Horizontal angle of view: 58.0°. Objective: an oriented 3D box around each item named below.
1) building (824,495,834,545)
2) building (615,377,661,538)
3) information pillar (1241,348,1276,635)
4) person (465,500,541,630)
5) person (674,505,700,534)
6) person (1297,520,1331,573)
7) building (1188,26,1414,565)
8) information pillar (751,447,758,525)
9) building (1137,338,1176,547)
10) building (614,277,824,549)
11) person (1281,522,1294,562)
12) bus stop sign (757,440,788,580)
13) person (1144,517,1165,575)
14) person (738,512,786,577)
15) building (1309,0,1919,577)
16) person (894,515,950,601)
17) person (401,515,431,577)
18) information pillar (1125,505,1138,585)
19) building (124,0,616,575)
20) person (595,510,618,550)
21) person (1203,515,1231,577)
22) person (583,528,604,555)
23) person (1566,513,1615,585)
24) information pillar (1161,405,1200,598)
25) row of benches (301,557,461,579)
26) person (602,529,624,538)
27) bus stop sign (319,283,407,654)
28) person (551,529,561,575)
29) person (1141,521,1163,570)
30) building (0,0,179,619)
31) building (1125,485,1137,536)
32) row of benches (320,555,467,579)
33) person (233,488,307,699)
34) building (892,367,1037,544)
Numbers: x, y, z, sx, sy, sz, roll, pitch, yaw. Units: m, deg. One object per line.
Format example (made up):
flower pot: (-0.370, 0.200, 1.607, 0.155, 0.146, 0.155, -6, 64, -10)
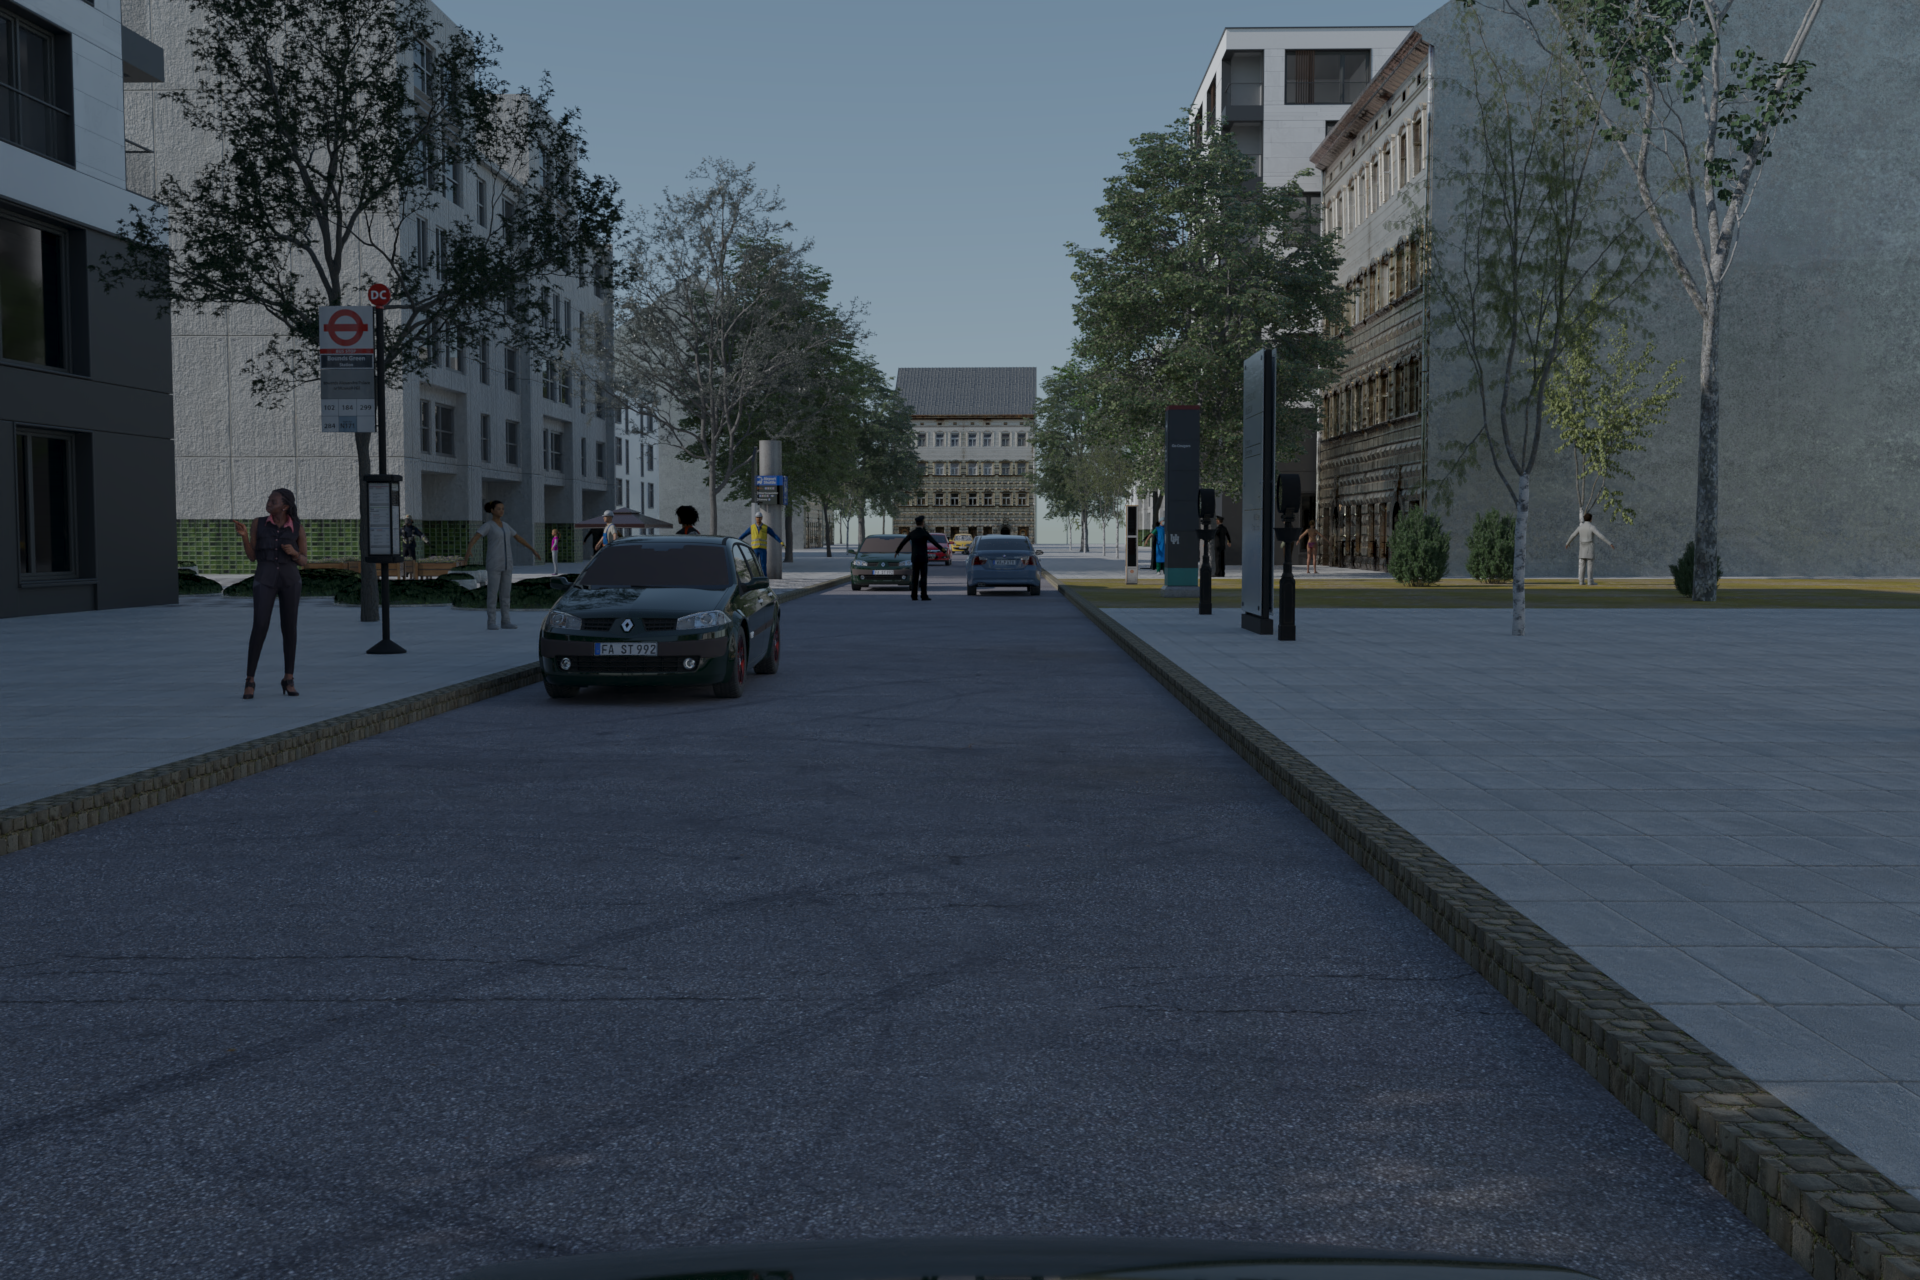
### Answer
building: (-24.543, -22.354, 196.419, 19.493, 23.208, 18.063, 0, 4, 2)
building: (-22.631, -9.960, 105.001, 9.099, 9.664, 28.070, 0, 4, 1)
information pillar: (3.918, -1.923, 22.759, 0.184, 3.620, 1.656, 0, 4, 1)
person: (-6.158, -1.011, 23.303, 0.721, 1.739, 1.217, 3, 4, 38)
person: (-3.761, -0.920, 23.648, 0.704, 1.843, 1.345, 2, 4, 27)
person: (11.567, -3.052, 56.705, 1.217, 1.733, 0.721, 3, 4, 37)
building: (25.038, -14.813, 86.163, 27.936, 21.610, 32.646, 0, 4, 1)
information pillar: (-5.496, -3.365, 46.376, 0.183, 3.616, 0.504, 0, 4, 3)
building: (26.609, -18.258, 164.977, 16.747, 18.905, 31.486, 0, 4, 1)
building: (-22.380, -19.861, 155.661, 19.493, 23.208, 18.063, 0, 4, 0)
person: (8.957, -2.528, 47.464, 0.704, 1.812, 1.346, 1, 4, 15)
bus stop sign: (-5.342, -3.664, 48.924, 0.837, 3.901, 0.837, 0, 4, 3)
person: (6.415, -2.974, 54.745, 1.347, 1.817, 0.704, -1, 4, -19)
person: (-5.001, -2.273, 43.128, 1.349, 1.833, 0.705, 0, 4, -2)
building: (23.511, -14.042, 60.513, 19.493, 23.208, 18.063, 0, 4, 2)
person: (-0.853, -1.770, 37.326, 1.347, 1.837, 0.705, 2, 4, 26)
person: (-16.283, -2.776, 51.165, 1.354, 1.856, 0.705, 0, 4, 3)
information pillar: (4.354, -2.411, 43.913, 0.304, 2.012, 0.304, 0, 4, 1)
building: (-25.682, -12.454, 70.080, 16.747, 18.905, 31.486, 0, 4, 1)
person: (-8.386, -2.167, 41.290, 0.705, 1.847, 1.347, -2, 4, -29)
person: (7.708, -2.790, 51.547, 0.705, 1.837, 1.347, 3, 5, 44)
person: (-12.310, -3.226, 58.966, 1.346, 1.802, 0.704, 2, 4, 24)
person: (15.824, -2.290, 43.629, 0.705, 1.806, 1.347, -3, 4, -38)
information pillar: (4.496, -2.797, 35.117, 0.750, 3.857, 0.750, 0, 4, 1)
row of benches: (-14.958, -1.813, 45.105, 4.104, 0.672, 1.422, 0, 4, -4)
person: (-14.071, -3.914, 69.760, 1.354, 1.858, 0.705, 0, 4, -2)
bus stop sign: (-6.397, -1.825, 18.538, 0.855, 3.939, 0.416, 0, 4, 1)
person: (-12.674, -2.733, 53.955, 0.599, 1.433, 0.991, -1, 4, -13)
person: (7.029, -3.356, 61.594, 1.216, 1.740, 0.721, 0, 4, -5)
building: (-28.604, -10.479, 15.299, 27.936, 21.610, 32.646, 0, 4, 1)
building: (24.658, -15.794, 200.385, 9.099, 9.664, 28.070, 0, 4, 1)
row of benches: (-15.944, -2.057, 49.098, 4.104, 0.672, 1.422, -2, 4, -27)
person: (-5.391, -0.372, 13.601, 0.415, 1.643, 0.593, 1, 4, 22)
building: (0.968, -24.053, 226.652, 18.063, 23.208, 19.493, 0, 4, 3)
